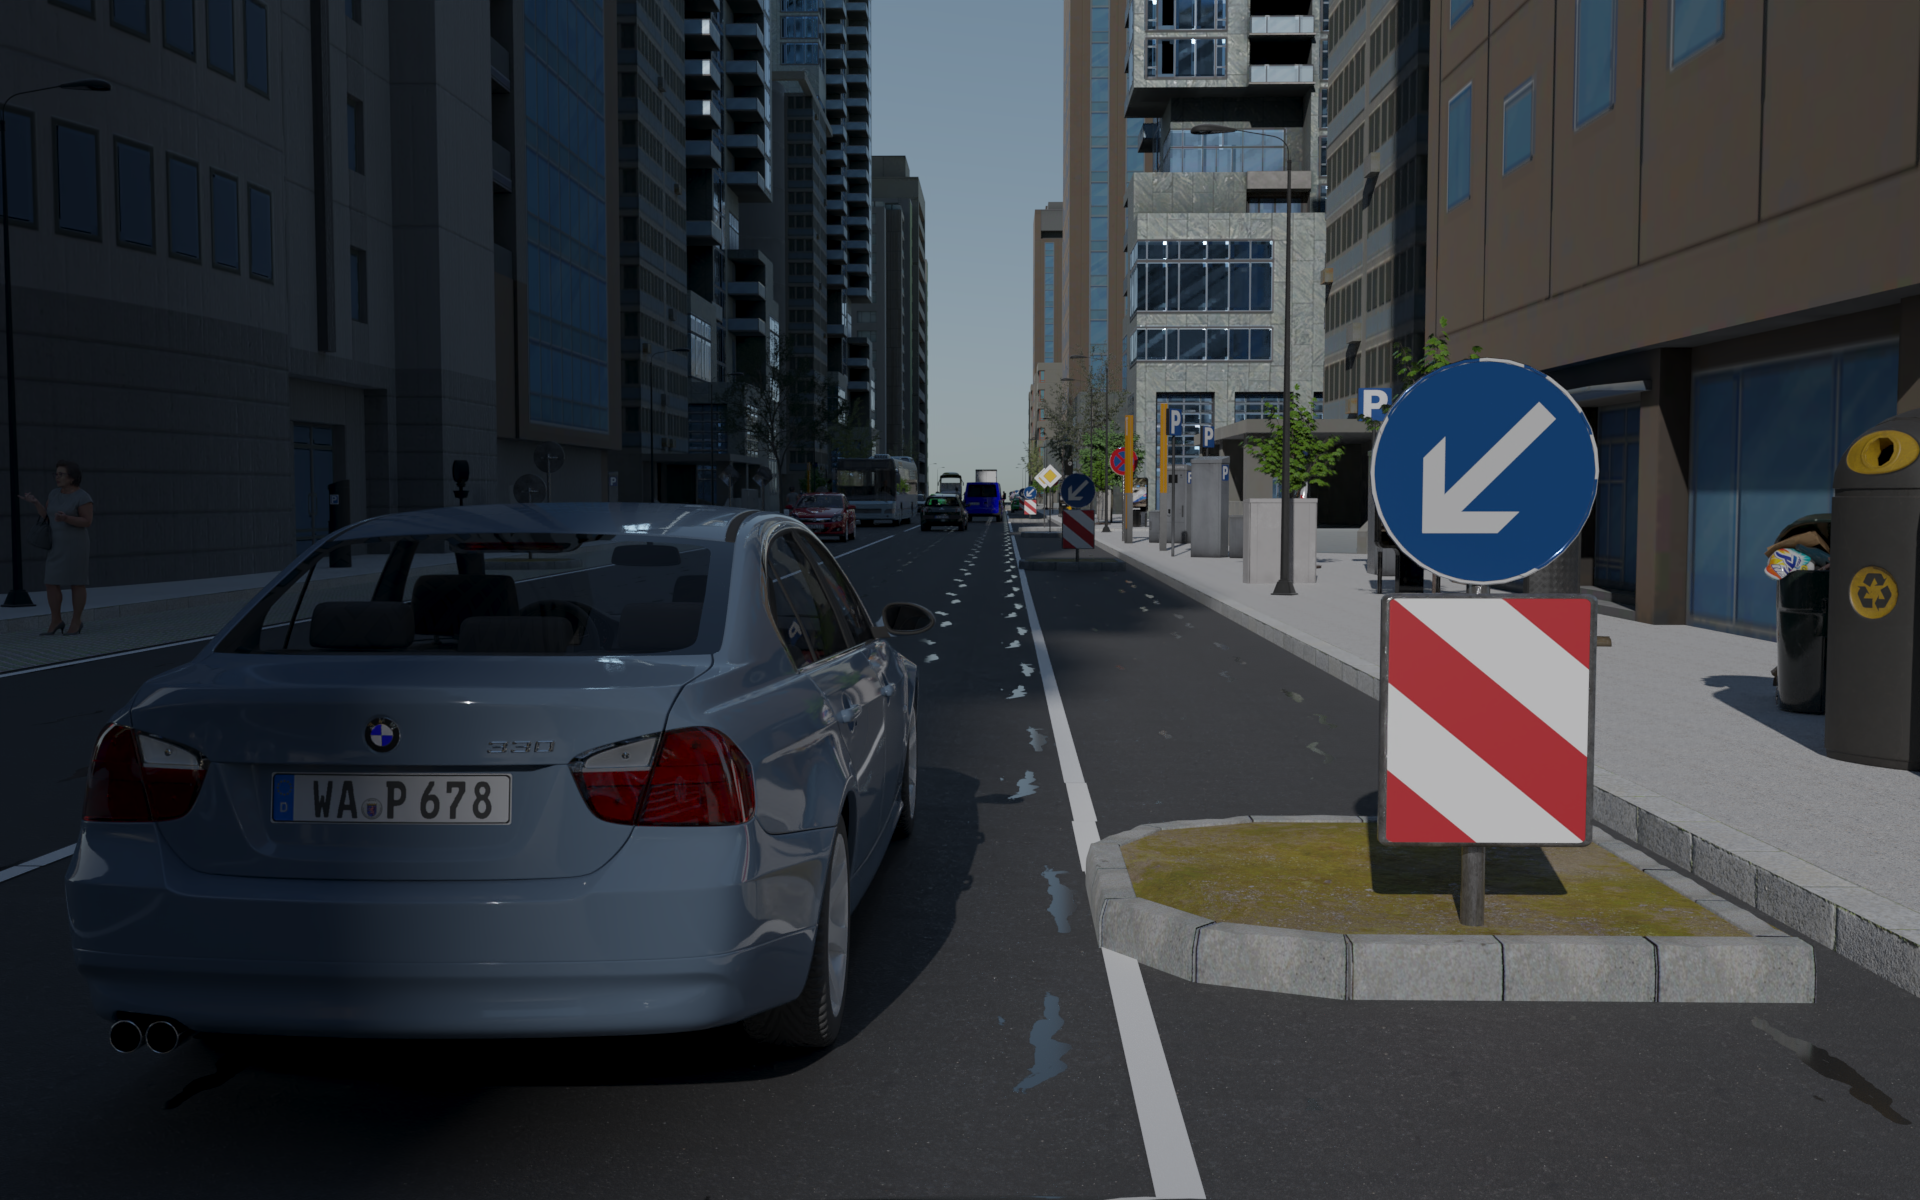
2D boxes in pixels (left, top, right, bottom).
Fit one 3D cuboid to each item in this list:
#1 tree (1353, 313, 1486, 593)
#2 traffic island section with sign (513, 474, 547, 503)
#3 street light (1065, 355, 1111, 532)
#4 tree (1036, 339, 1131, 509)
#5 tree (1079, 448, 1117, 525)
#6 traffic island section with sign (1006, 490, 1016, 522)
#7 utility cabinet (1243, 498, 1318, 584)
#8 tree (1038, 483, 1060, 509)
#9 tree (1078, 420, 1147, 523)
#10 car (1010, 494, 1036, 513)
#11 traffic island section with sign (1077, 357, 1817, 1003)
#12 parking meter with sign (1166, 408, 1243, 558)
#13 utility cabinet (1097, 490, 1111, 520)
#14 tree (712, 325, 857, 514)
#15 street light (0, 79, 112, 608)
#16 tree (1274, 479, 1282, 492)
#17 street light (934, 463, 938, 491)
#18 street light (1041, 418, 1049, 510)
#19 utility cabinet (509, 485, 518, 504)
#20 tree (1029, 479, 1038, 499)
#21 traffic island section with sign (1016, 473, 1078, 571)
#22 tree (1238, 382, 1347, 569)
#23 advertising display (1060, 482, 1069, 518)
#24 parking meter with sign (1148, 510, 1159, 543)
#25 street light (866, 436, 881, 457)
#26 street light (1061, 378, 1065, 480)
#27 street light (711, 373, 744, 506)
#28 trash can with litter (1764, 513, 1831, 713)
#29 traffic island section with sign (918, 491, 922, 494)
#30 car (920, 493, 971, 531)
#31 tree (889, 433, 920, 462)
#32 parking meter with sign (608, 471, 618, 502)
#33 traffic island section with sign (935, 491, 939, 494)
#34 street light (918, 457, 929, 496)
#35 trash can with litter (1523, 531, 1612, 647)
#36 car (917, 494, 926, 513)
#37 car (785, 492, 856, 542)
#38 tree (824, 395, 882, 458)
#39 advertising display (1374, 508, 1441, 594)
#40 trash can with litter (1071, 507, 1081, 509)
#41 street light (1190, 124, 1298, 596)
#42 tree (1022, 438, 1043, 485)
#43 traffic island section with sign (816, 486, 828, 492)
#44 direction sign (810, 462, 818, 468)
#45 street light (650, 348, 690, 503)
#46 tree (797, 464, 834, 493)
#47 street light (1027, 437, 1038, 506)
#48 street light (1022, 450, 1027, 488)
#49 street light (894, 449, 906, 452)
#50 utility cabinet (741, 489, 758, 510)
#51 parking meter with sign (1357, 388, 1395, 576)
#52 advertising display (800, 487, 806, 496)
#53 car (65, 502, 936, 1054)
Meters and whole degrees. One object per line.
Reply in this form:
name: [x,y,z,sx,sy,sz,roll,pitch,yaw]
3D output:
tree: [5.148,-1.469,18.618,1.663,3.219,1.824,0,3,0]
traffic island section with sign: [-8.404,-1.519,33.460,1.989,1.847,2.006,0,4,1]
street light: [4.365,-5.223,57.932,1.470,5.913,1.316,0,4,1]
tree: [6.015,-8.063,82.192,4.360,8.622,3.978,0,3,0]
tree: [5.842,-4.788,72.887,1.663,3.219,1.824,0,3,0]
traffic island section with sign: [3.470,-4.888,88.554,1.989,1.847,2.006,0,4,1]
utility cabinet: [4.609,-0.845,24.976,1.020,1.237,0.306,-1,4,-10]
tree: [8.215,-9.835,155.397,1.663,3.219,1.824,0,3,0]
tree: [6.702,-5.693,76.797,4.285,4.588,4.351,0,3,0]
car: [4.657,-7.288,127.953,1.959,1.807,4.718,0,4,0]
traffic island section with sign: [1.444,0.171,5.840,1.989,1.847,2.006,0,4,1]
parking meter with sign: [5.049,-2.367,34.969,1.738,3.016,0.543,2,4,34]
utility cabinet: [7.157,-4.733,86.060,0.318,1.500,1.173,-1,4,-17]
tree: [-9.695,-9.807,94.765,8.767,10.594,7.601,0,4,4]
street light: [-10.194,-2.875,19.549,1.470,5.913,1.316,0,4,1]
tree: [16.378,-6.148,84.232,4.285,4.588,4.351,0,3,0]
street light: [-4.202,-17.696,261.864,1.470,5.913,1.316,0,4,1]
street light: [5.725,-8.117,105.247,1.470,5.913,1.316,0,4,1]
utility cabinet: [-9.931,-1.891,39.594,0.318,1.500,1.173,1,4,9]
tree: [8.503,-12.067,191.894,1.663,3.219,1.824,0,3,0]
traffic island section with sign: [2.128,-1.509,33.296,1.989,1.847,2.006,0,4,1]
tree: [5.877,-2.161,29.936,1.663,3.219,1.824,0,3,0]
advertising display: [5.654,-5.410,93.672,0.123,1.923,0.974,-1,4,-23]
parking meter with sign: [5.705,-2.979,44.967,1.738,3.016,0.543,3,5,40]
street light: [-7.172,-10.416,142.848,1.470,5.913,1.316,0,4,1]
street light: [4.717,-5.921,69.357,1.470,5.913,1.316,0,4,1]
street light: [-8.951,-5.735,66.311,1.470,5.913,1.316,0,4,1]
trash can with litter: [5.091,0.059,10.428,0.624,1.170,1.055,1,4,15]
traffic island section with sign: [-4.506,-11.279,193.032,1.989,1.847,2.006,0,4,1]
car: [-0.604,-3.571,68.168,2.009,1.686,4.222,0,4,3]
tree: [-6.659,-15.389,201.971,4.360,8.622,3.978,0,3,0]
parking meter with sign: [-11.923,-3.807,58.503,1.738,3.016,0.543,3,5,43]
traffic island section with sign: [-2.496,-16.350,275.944,1.989,1.847,2.006,0,4,1]
street light: [-5.193,-15.503,226.015,1.470,5.913,1.316,0,4,1]
trash can with litter: [4.602,-0.219,14.638,2.233,1.210,1.678,-1,4,-17]
car: [-3.109,-6.689,119.157,2.009,1.686,4.222,0,4,-1]
car: [-4.209,-2.683,52.908,2.155,1.783,4.494,0,4,1]
tree: [-8.190,-10.973,129.776,4.737,8.622,4.395,0,3,0]
advertising display: [5.805,-1.046,22.324,0.974,1.923,0.123,-1,4,-16]
trash can with litter: [5.806,-4.783,89.593,0.624,1.170,1.055,-3,4,-36]
street light: [3.589,-3.018,21.889,1.470,5.913,1.316,0,4,1]
tree: [9.858,-16.758,224.355,4.737,8.622,4.395,0,3,0]
traffic island section with sign: [-7.058,-4.912,88.945,1.989,1.847,2.006,0,4,1]
direction sign: [-10.418,-8.013,123.004,0.876,3.537,0.379,3,4,39]
street light: [-9.286,-5.057,55.223,1.470,5.913,1.316,0,4,1]
tree: [-9.125,-7.083,110.407,1.663,3.219,1.824,0,3,0]
street light: [6.566,-10.587,145.642,1.470,5.913,1.316,0,4,1]
street light: [7.525,-12.769,181.315,1.470,5.913,1.316,0,4,1]
street light: [-6.292,-12.634,179.100,1.470,5.913,1.316,0,4,1]
utility cabinet: [-9.059,-4.045,74.807,0.318,1.500,1.173,1,4,16]
parking meter with sign: [6.776,-1.922,27.684,0.543,3.016,1.738,0,4,2]
advertising display: [-11.133,-7.339,125.214,0.974,1.923,0.123,2,4,24]
car: [-1.116,0.379,5.800,2.014,1.417,4.499,0,4,2]
